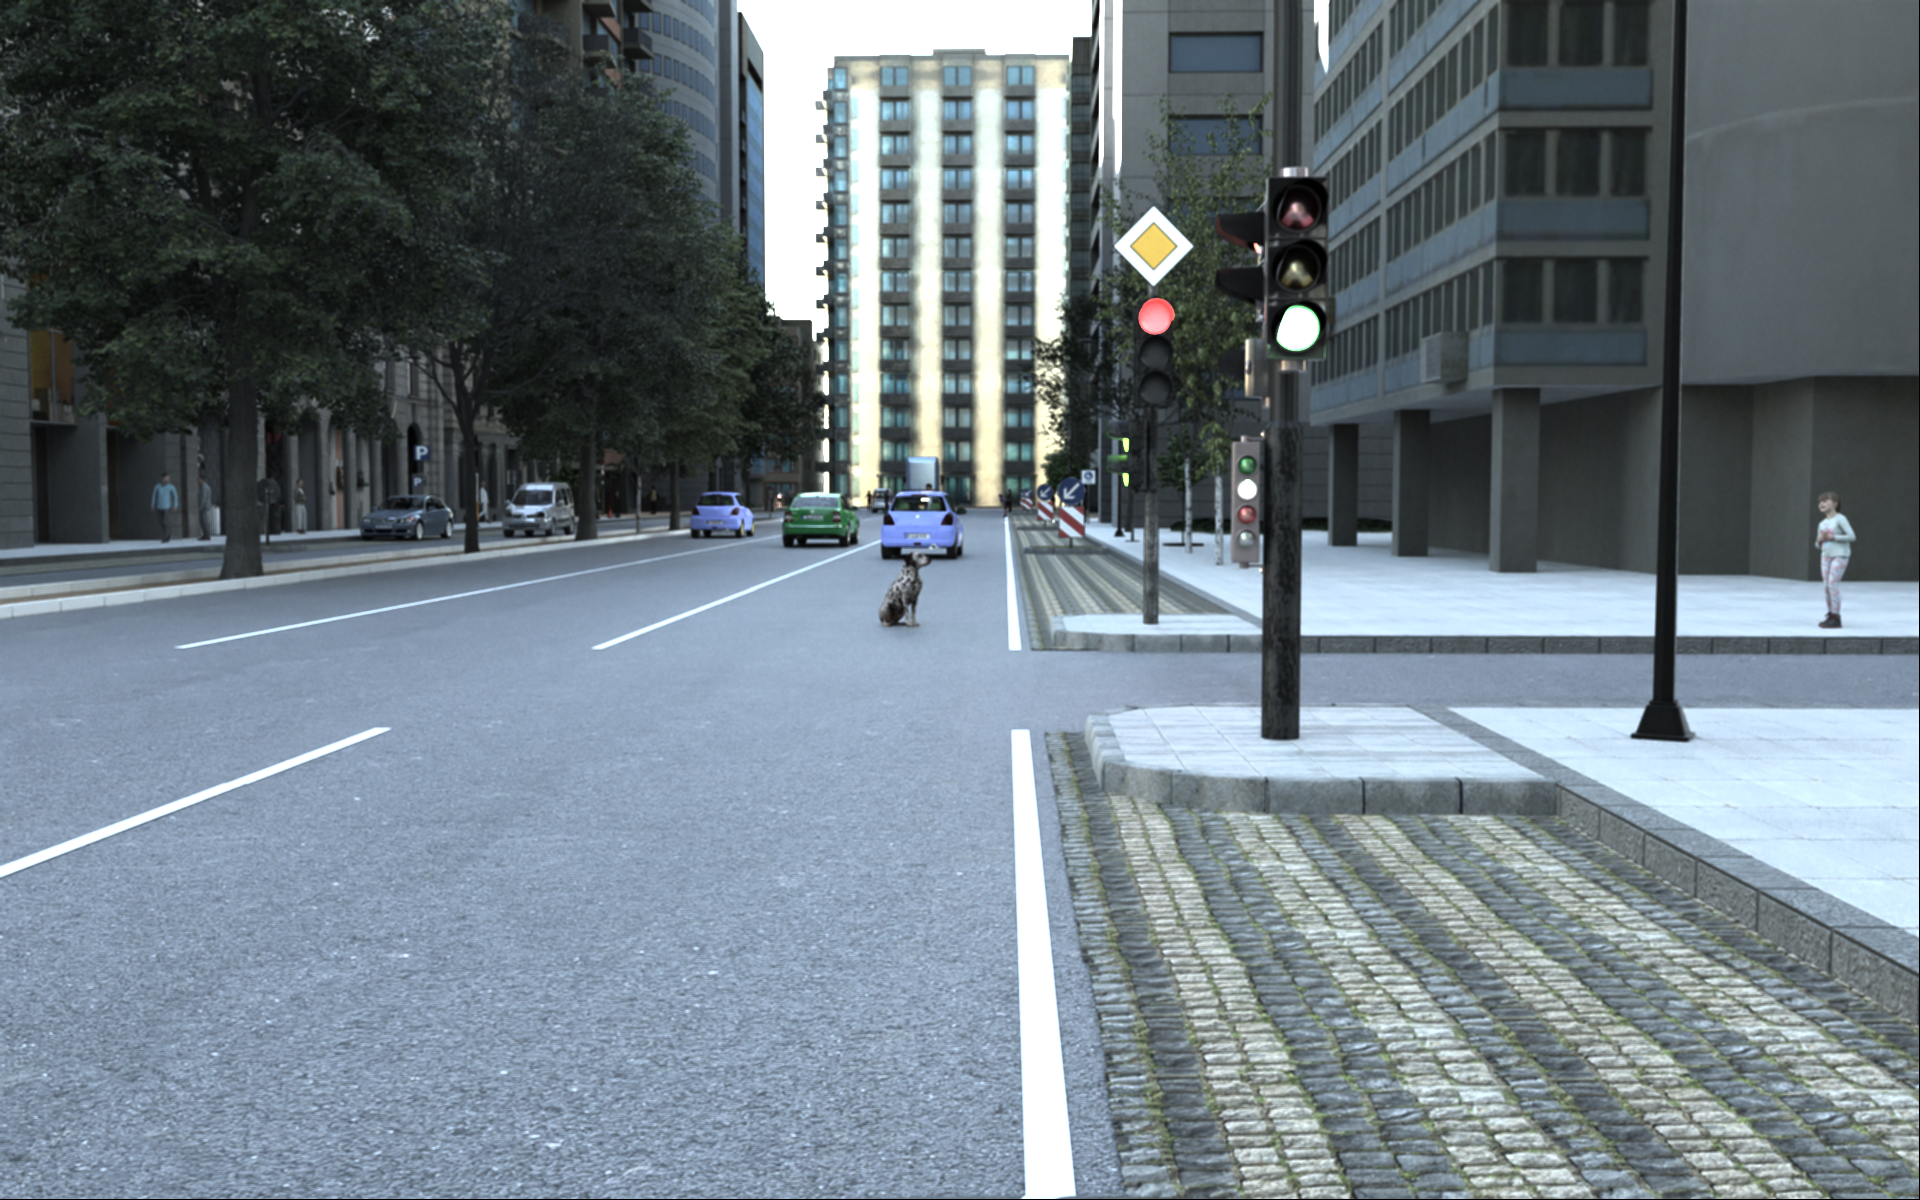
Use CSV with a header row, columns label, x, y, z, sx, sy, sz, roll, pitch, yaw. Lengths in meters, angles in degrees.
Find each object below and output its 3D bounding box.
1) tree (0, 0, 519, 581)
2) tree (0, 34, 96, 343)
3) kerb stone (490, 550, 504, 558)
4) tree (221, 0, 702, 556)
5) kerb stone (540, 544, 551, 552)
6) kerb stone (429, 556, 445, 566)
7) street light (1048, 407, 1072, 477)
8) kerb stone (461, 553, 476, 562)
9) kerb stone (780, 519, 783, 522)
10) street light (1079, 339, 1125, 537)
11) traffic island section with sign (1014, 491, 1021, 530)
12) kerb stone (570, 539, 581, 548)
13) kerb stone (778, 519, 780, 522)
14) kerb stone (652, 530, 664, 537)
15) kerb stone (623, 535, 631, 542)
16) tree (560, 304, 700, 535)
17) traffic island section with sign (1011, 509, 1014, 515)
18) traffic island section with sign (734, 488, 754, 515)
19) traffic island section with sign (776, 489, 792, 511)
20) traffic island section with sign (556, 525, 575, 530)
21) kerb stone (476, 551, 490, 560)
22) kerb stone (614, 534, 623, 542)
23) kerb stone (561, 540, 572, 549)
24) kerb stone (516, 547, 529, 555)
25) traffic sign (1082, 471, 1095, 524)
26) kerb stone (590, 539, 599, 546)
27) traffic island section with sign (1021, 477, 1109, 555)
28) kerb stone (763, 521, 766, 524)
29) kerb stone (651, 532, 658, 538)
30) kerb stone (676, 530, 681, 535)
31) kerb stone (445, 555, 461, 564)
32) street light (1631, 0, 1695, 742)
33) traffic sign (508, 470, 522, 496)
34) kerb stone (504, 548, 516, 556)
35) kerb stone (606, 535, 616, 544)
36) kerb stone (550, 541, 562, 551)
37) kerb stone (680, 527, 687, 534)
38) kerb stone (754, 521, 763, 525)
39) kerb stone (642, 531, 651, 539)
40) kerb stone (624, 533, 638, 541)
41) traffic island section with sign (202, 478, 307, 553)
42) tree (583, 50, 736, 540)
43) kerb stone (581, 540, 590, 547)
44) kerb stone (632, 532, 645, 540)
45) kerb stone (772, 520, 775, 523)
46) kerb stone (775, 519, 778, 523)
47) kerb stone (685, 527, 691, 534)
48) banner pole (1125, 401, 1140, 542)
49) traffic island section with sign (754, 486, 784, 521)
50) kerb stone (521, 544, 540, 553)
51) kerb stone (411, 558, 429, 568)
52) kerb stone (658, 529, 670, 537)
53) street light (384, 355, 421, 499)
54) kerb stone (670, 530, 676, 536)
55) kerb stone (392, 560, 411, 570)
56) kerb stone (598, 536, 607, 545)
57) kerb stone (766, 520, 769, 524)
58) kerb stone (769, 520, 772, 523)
label,x,y,z,sx,sy,sz,roll,pitch,yaw
tree,-11.830,-7.283,28.189,9.857,13.997,8.962,0,3,0
tree,-12.175,-4.076,19.468,4.360,8.622,3.978,0,3,0
kerb stone,-10.540,-1.027,38.994,0.120,0.150,1.000,0,4,1
tree,-11.171,-7.729,39.202,12.009,13.543,11.850,0,3,0
kerb stone,-10.431,-1.278,43.109,0.120,0.150,1.000,0,4,1
kerb stone,-10.646,-0.777,34.902,0.120,0.150,1.000,0,4,1
street light,5.374,-7.312,92.097,1.470,5.913,1.316,0,4,1
kerb stone,-10.587,-0.896,36.950,0.120,0.150,1.000,0,4,1
kerb stone,-9.260,-4.039,88.240,0.120,0.150,1.000,0,4,1
street light,4.266,-4.862,52.039,1.470,5.913,1.316,0,4,1
traffic island section with sign,3.256,-3.672,68.665,1.989,1.847,2.006,0,4,1
kerb stone,-10.348,-1.467,46.183,0.120,0.150,1.000,0,4,1
kerb stone,-9.292,-3.977,87.216,0.120,0.150,1.000,0,4,1
kerb stone,-10.065,-2.157,57.458,0.120,0.150,1.000,0,4,1
kerb stone,-10.195,-1.839,52.325,0.120,0.150,1.000,0,4,1
tree,-10.933,-6.484,58.826,4.360,8.622,3.978,0,3,0
traffic island section with sign,4.543,-6.743,118.871,1.989,1.847,2.006,0,4,1
traffic island section with sign,-15.348,-6.829,120.285,1.989,1.847,2.006,0,4,1
traffic island section with sign,-14.627,-8.522,147.963,1.989,1.847,2.006,0,4,1
traffic island section with sign,-16.644,-3.750,69.947,1.989,1.847,2.006,0,4,1
kerb stone,-10.564,-0.965,37.972,0.120,0.150,1.000,0,4,1
kerb stone,-10.224,-1.780,51.295,0.120,0.150,1.000,0,4,1
kerb stone,-10.374,-1.404,45.157,0.120,0.150,1.000,0,4,1
kerb stone,-10.478,-1.153,41.051,0.120,0.150,1.000,0,4,1
traffic sign,5.474,-4.384,73.814,0.606,2.300,0.079,0,4,7
kerb stone,-10.295,-1.592,48.226,0.120,0.150,1.000,0,4,1
traffic island section with sign,2.547,-2.024,41.720,1.989,1.847,2.006,0,4,1
kerb stone,-9.419,-3.662,82.068,0.120,0.150,1.000,0,4,1
kerb stone,-10.091,-2.094,56.428,0.120,0.150,1.000,0,4,1
kerb stone,-9.981,-2.345,60.529,0.120,0.150,1.000,0,4,1
kerb stone,-10.620,-0.840,35.928,0.120,0.150,1.000,0,4,1
street light,3.171,-2.229,8.982,1.470,5.913,1.316,0,4,1
traffic sign,-18.612,-4.298,72.406,0.606,2.300,0.079,0,4,6
kerb stone,-10.510,-1.087,40.023,0.120,0.150,1.000,0,4,1
kerb stone,-10.243,-1.716,50.273,0.120,0.150,1.000,0,4,1
kerb stone,-10.398,-1.342,44.131,0.120,0.150,1.000,0,4,1
kerb stone,-9.951,-2.407,61.551,0.120,0.150,1.000,0,4,1
kerb stone,-9.449,-3.599,81.046,0.120,0.150,1.000,0,4,1
kerb stone,-10.119,-2.031,55.406,0.120,0.150,1.000,0,4,1
kerb stone,-10.169,-1.903,53.349,0.120,0.150,1.000,0,4,1
traffic island section with sign,-17.346,-2.093,42.849,1.989,1.847,2.006,0,4,1
tree,-11.061,-8.674,50.933,9.857,13.997,8.962,0,3,0
kerb stone,-10.320,-1.530,47.205,0.120,0.150,1.000,0,4,1
kerb stone,-10.136,-1.968,54.377,0.120,0.150,1.000,0,4,1
kerb stone,-9.341,-3.851,85.162,0.120,0.150,1.000,0,4,1
kerb stone,-9.312,-3.914,86.184,0.120,0.150,1.000,0,4,1
kerb stone,-9.933,-2.470,62.580,0.120,0.150,1.000,0,4,1
banner pole,4.672,-3.450,46.430,0.401,3.779,0.863,0,4,-3
traffic island section with sign,-10.202,-5.146,92.265,2.006,1.907,1.989,0,4,1
kerb stone,-10.458,-1.216,42.083,0.120,0.150,1.000,0,4,1
kerb stone,-10.673,-0.715,33.880,0.120,0.150,1.000,0,4,1
kerb stone,-10.035,-2.219,58.482,0.120,0.150,1.000,0,4,1
street light,-18.720,-5.235,58.134,1.470,5.913,1.316,0,4,1
kerb stone,-10.016,-2.282,59.504,0.120,0.150,1.000,0,4,1
kerb stone,-10.696,-0.652,32.858,0.120,0.150,1.000,0,4,1
kerb stone,-10.271,-1.655,49.248,0.120,0.150,1.000,0,4,1
kerb stone,-9.392,-3.725,83.106,0.120,0.150,1.000,0,4,1
kerb stone,-9.369,-3.788,84.134,0.120,0.150,1.000,0,4,1
